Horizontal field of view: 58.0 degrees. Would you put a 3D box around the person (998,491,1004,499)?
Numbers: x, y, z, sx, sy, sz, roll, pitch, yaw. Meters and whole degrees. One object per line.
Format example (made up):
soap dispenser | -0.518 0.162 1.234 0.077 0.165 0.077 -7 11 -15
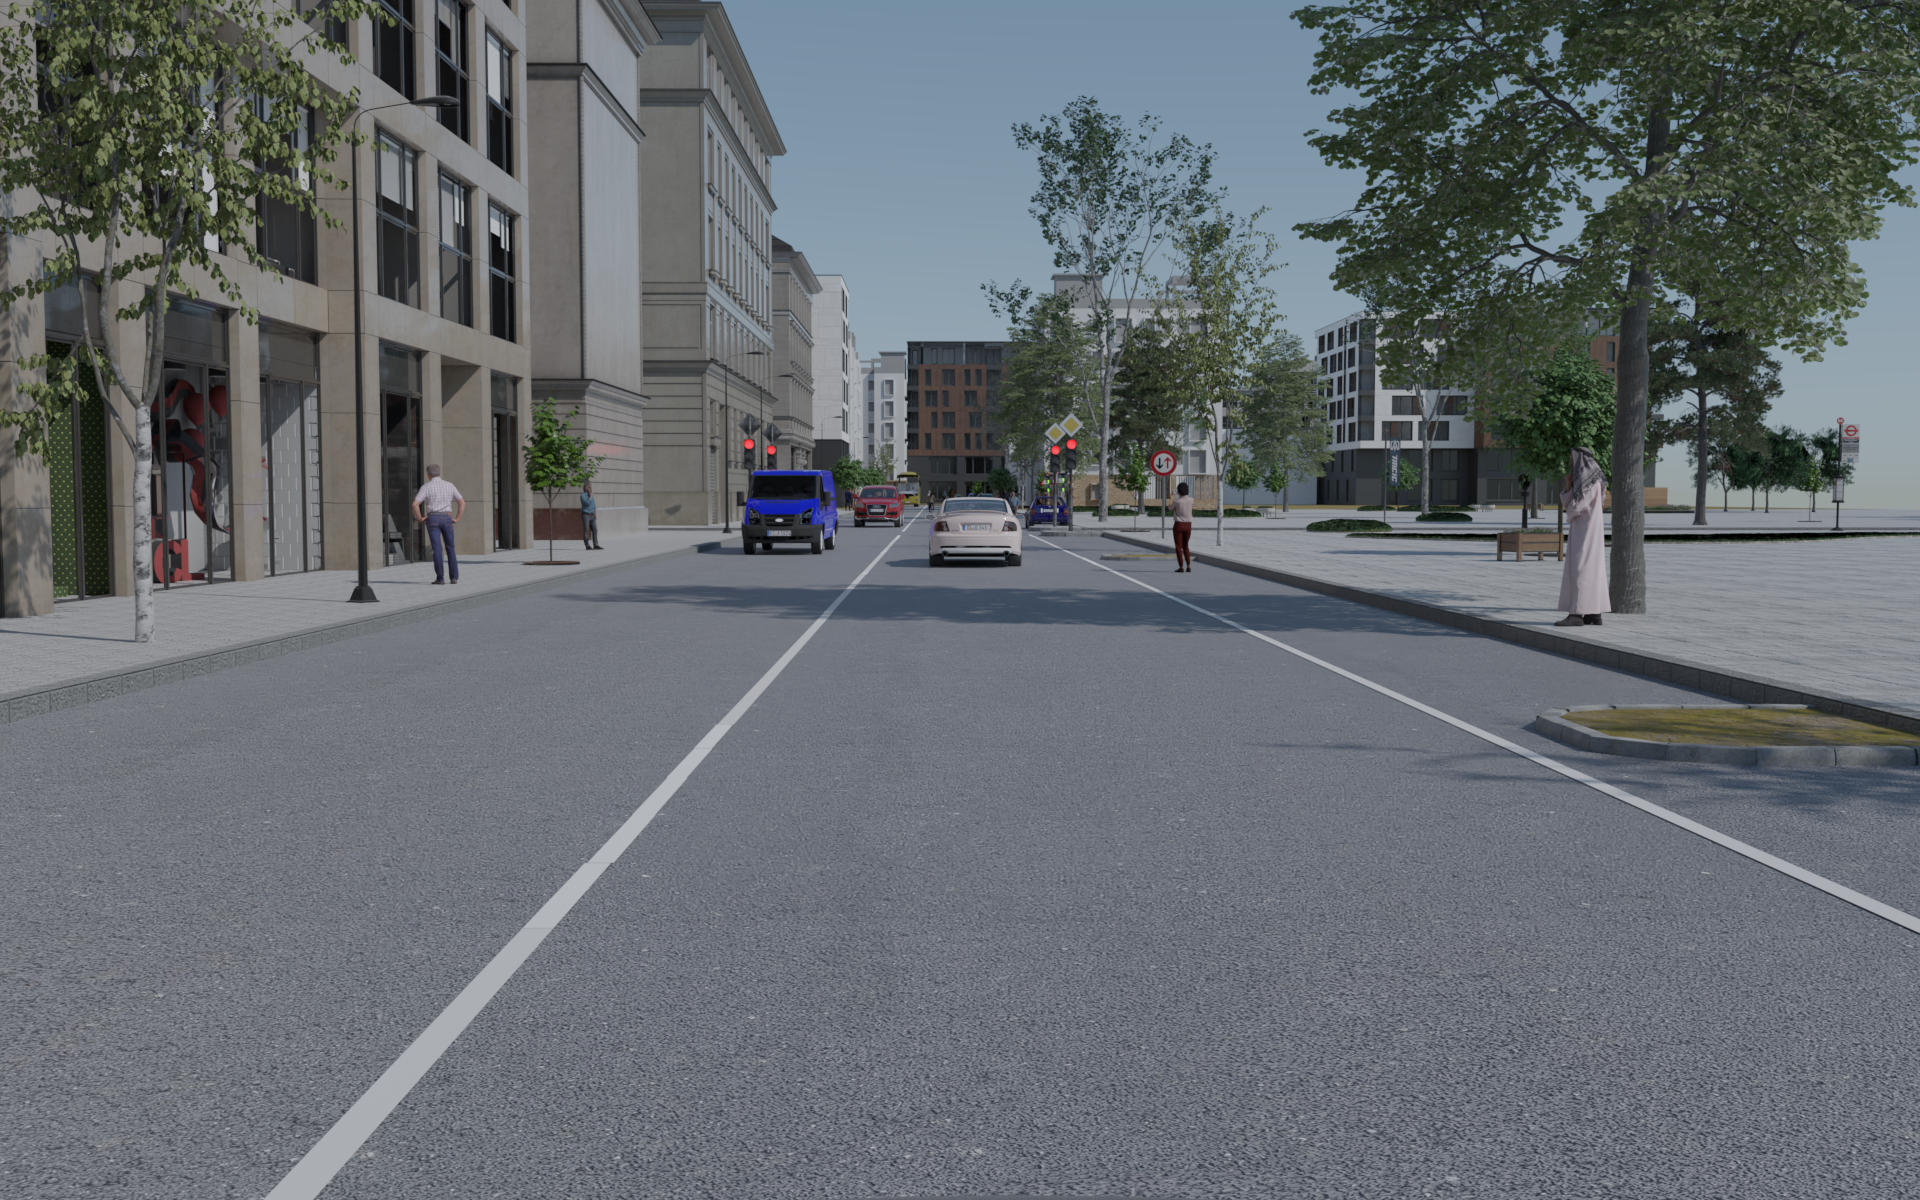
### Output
person | 4.359 -10.861 184.306 0.721 1.739 1.217 2 4 31

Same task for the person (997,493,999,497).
person | 4.206 -10.883 187.205 0.599 1.433 0.991 1 4 9

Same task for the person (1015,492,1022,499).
person | 5.656 -10.149 172.707 1.217 1.736 0.721 0 4 5

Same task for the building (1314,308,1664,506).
building | 60.842 -22.003 203.722 32.646 21.610 27.936 0 4 -1

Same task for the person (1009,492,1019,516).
person | 2.561 -4.348 81.804 0.499 1.552 0.429 1 4 22

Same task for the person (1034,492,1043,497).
person | 6.544 -8.529 145.634 1.348 1.807 0.705 -3 5 -43

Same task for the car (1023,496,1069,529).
car | 3.598 -3.604 71.508 1.945 1.354 3.894 0 4 0

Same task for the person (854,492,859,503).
person | -6.016 -5.600 102.125 0.516 1.574 0.319 1 4 22

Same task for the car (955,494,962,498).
car | -0.463 -11.158 194.238 2.131 1.459 4.920 0 4 1

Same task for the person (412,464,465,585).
person | -7.412 -1.076 24.572 0.756 1.711 0.436 -2 4 -29

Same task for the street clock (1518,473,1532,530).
street clock | 19.650 -3.404 60.223 0.471 2.002 0.358 2 4 26

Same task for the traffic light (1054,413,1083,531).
traffic light | 3.787 -4.296 59.478 0.839 4.213 0.868 0 4 -1

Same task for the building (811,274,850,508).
building | -24.921 -19.268 159.004 27.936 21.610 32.646 0 4 -1

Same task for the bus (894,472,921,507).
bus | -5.803 -12.443 194.989 2.896 3.916 12.252 0 4 -1

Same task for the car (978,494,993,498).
car | 2.282 -8.996 155.884 1.959 1.807 4.718 0 4 1

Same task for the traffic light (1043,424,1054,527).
traffic light | 3.682 -4.784 67.463 0.839 4.213 0.868 0 4 -1

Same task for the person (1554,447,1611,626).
person | 6.066 -0.624 16.914 0.621 1.740 0.551 0 4 -2

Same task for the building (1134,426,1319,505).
building | 29.813 -16.540 212.576 28.070 9.664 9.099 0 4 -1

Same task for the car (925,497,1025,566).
car | 0.308 -1.427 35.693 2.083 1.381 4.827 0 4 0

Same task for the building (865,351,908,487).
building | -12.860 -23.201 235.759 11.380 20.091 16.016 0 4 -1

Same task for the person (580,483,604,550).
person | -8.437 -1.912 39.511 0.499 1.552 0.429 -3 4 -38

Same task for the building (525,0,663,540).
building | -19.346 -11.463 52.042 19.286 19.102 10.561 0 4 -1

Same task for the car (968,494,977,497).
car | 1.625 -11.969 205.280 1.945 1.707 3.694 0 4 0

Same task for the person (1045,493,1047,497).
person | 6.604 -7.699 134.618 0.600 1.496 0.574 0 4 0

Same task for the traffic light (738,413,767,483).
traffic light | -7.173 -4.286 59.319 0.839 4.213 0.868 0 4 -1

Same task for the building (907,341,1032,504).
building | 9.072 -24.345 242.022 32.646 21.610 27.936 0 4 -1

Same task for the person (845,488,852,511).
person | -8.411 -7.584 130.739 0.576 1.737 0.504 1 4 11

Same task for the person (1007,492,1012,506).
person | 4.729 -9.625 164.134 0.721 1.735 1.217 1 4 15

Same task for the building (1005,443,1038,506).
building | 10.214 -15.962 203.129 9.099 9.664 28.070 0 4 -1

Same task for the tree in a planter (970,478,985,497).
tree in a planter | 2.024 -12.172 196.234 1.991 3.239 1.994 0 4 -1

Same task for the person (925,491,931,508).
person | -3.109 -9.978 172.367 0.721 1.736 1.217 3 5 41

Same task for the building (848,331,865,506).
building | -17.767 -21.534 208.495 11.380 20.091 16.016 0 4 -1

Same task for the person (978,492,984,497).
person | 1.560 -7.546 134.086 0.471 1.553 0.569 -2 4 -35

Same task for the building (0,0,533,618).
building | -19.426 -13.357 22.911 19.350 26.468 34.151 0 4 -1

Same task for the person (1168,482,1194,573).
person | 4.033 -1.329 31.687 0.517 1.644 0.566 2 4 23

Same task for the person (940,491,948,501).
person | -1.456 -9.128 158.478 0.721 1.736 1.217 3 4 36

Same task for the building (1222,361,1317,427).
building | 41.420 -22.703 237.657 31.486 18.905 16.747 0 4 -1

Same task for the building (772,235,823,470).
building | -15.994 -16.405 119.139 10.553 20.767 40.483 0 4 -1

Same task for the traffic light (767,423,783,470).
traffic light | -7.278 -4.774 67.303 0.839 4.213 0.868 0 4 -1

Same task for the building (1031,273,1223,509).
building | 14.498 -18.215 154.237 16.016 20.091 11.380 0 4 -1

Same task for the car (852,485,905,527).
car | -3.535 -4.118 75.997 2.281 1.827 5.304 0 3 0

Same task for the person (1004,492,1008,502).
person | 5.168 -11.285 191.473 0.541 1.710 0.530 2 4 24

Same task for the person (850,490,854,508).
person | -10.156 -9.540 162.024 0.705 1.824 1.348 -2 4 -33

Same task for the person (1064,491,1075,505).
person | 9.103 -8.494 144.938 0.705 1.821 1.348 3 5 42

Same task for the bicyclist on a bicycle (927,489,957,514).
bicyclist on a bicycle | -0.288 -2.974 58.645 1.499 1.676 1.625 0 4 -1

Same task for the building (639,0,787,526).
building | -17.687 -15.325 83.842 16.112 22.955 30.059 0 4 -1

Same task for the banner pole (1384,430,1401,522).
banner pole | 16.751 -4.730 67.345 0.863 3.779 0.401 -1 4 -12
